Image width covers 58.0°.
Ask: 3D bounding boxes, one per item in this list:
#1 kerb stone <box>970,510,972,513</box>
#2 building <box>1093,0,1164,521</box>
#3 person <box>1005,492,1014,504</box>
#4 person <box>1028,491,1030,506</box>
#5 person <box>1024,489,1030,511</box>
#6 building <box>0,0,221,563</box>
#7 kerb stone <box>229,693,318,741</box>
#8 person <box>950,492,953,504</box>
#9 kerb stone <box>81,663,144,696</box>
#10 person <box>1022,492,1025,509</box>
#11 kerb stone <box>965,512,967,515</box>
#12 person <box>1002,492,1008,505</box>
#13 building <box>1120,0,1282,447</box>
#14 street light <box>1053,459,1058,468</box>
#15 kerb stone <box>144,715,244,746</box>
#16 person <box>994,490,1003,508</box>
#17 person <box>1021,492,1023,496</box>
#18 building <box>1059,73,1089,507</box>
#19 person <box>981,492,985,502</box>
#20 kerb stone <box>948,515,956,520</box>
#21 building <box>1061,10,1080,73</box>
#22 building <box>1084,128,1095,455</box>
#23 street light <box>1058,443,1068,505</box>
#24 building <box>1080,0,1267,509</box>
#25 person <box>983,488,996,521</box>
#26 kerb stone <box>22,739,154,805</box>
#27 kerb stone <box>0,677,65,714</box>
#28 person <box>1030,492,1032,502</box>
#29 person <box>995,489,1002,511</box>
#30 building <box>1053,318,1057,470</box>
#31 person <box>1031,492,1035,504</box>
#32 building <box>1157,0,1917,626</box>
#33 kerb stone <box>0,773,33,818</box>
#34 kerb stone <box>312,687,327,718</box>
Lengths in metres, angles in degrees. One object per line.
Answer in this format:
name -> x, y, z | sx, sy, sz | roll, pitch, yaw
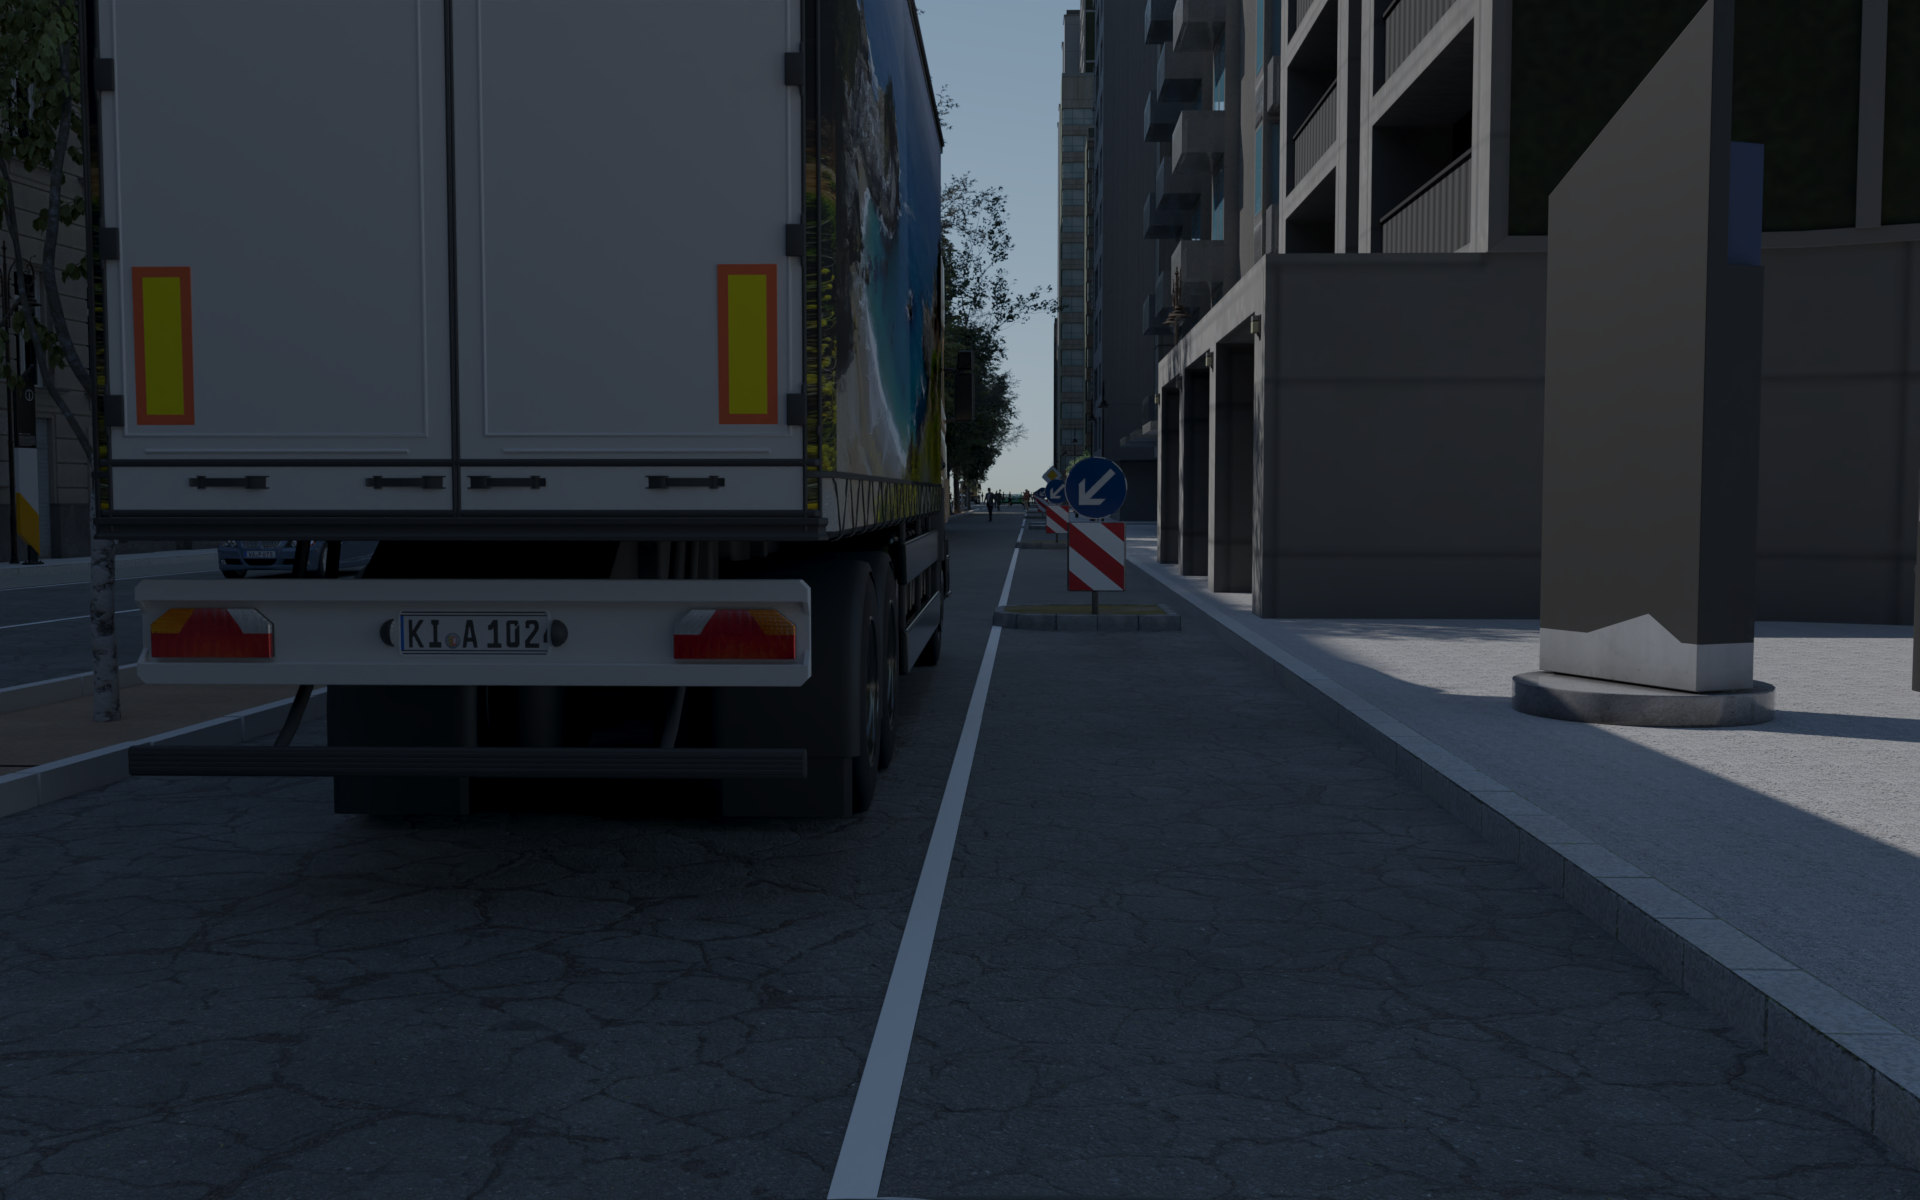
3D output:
kerb stone -> 0.582, -6.398, 126.809 | 0.120, 0.150, 1.000 | 0, 4, 2
building -> 13.591, -24.426, 82.952 | 14.086, 41.232, 14.154 | 0, 4, 2
person -> 5.793, -11.802, 202.248 | 1.217, 1.735, 0.721 | 1, 4, 20
person -> 7.331, -10.816, 185.470 | 0.705, 1.807, 1.348 | -1, 4, -14
person -> 5.210, -7.771, 135.531 | 0.573, 1.828, 0.580 | -1, 4, -22
building -> -23.260, -14.738, 38.227 | 12.463, 27.353, 25.104 | 0, 4, 2
kerb stone -> -4.189, 0.716, 10.540 | 0.120, 0.150, 1.000 | 0, 4, 2
person -> -1.429, -15.421, 261.345 | 1.217, 1.743, 0.721 | 2, 4, 29
kerb stone -> -6.211, 0.581, 12.695 | 0.120, 0.150, 1.000 | 0, 4, 2
person -> 5.929, -9.240, 161.039 | 0.415, 1.643, 0.593 | -1, 4, -17
kerb stone -> 0.202, -5.834, 117.588 | 0.120, 0.150, 1.000 | 0, 4, 2
person -> 5.488, -12.856, 219.404 | 1.217, 1.735, 0.721 | -1, 4, -14
building -> 17.439, -26.554, 53.771 | 23.786, 49.044, 30.456 | 0, 4, 2
street light -> 10.920, -13.588, 194.946 | 0.468, 5.910, 1.993 | 0, 4, 2
kerb stone -> -4.233, 0.784, 9.513 | 0.120, 0.150, 1.000 | 0, 4, 2
person -> 3.780, -10.370, 178.125 | 1.350, 1.814, 0.705 | -1, 4, -11
person -> 10.910, -18.257, 307.136 | 0.705, 1.807, 1.348 | 2, 4, 33
building -> 16.916, -29.848, 171.601 | 14.154, 41.232, 14.086 | 0, 4, 2
person -> 4.033, -18.415, 309.606 | 0.705, 1.821, 1.348 | 2, 4, 27
kerb stone -> -0.469, -4.824, 101.166 | 0.120, 0.150, 1.000 | 0, 4, 2
building -> 23.039, -41.074, 213.566 | 21.231, 58.520, 28.212 | 0, 4, 2
building -> 16.988, -22.498, 139.547 | 14.160, 30.474, 14.107 | 0, 4, 2
street light -> 9.520, -11.453, 160.045 | 0.468, 5.910, 1.993 | 0, 4, 2
building -> 21.260, -45.861, 188.079 | 20.563, 71.187, 20.611 | 0, 4, 2
person -> 1.539, -5.011, 90.824 | 0.661, 1.777, 0.834 | 1, 4, 18
kerb stone -> -4.276, 0.839, 8.483 | 0.120, 0.150, 1.000 | 0, 4, 2
kerb stone -> -6.248, 0.644, 11.660 | 0.120, 0.150, 1.000 | 0, 4, 2
person -> 12.817, -18.501, 311.071 | 1.350, 1.814, 0.705 | 2, 4, 25
person -> 3.369, -8.551, 148.091 | 0.659, 1.850, 0.755 | 3, 4, 36
building -> 22.197, -31.198, 281.790 | 14.160, 30.474, 14.107 | 0, 4, 2
person -> 10.187, -14.143, 240.454 | 1.217, 1.743, 0.721 | 0, 4, -1
building -> 13.484, -35.566, 19.758 | 20.563, 71.187, 20.611 | 0, 4, 2
kerb stone -> -4.318, 0.901, 7.460 | 0.120, 0.150, 1.000 | 0, 4, 2
kerb stone -> -4.154, 0.650, 11.562 | 0.120, 0.150, 1.000 | 0, 4, 2
